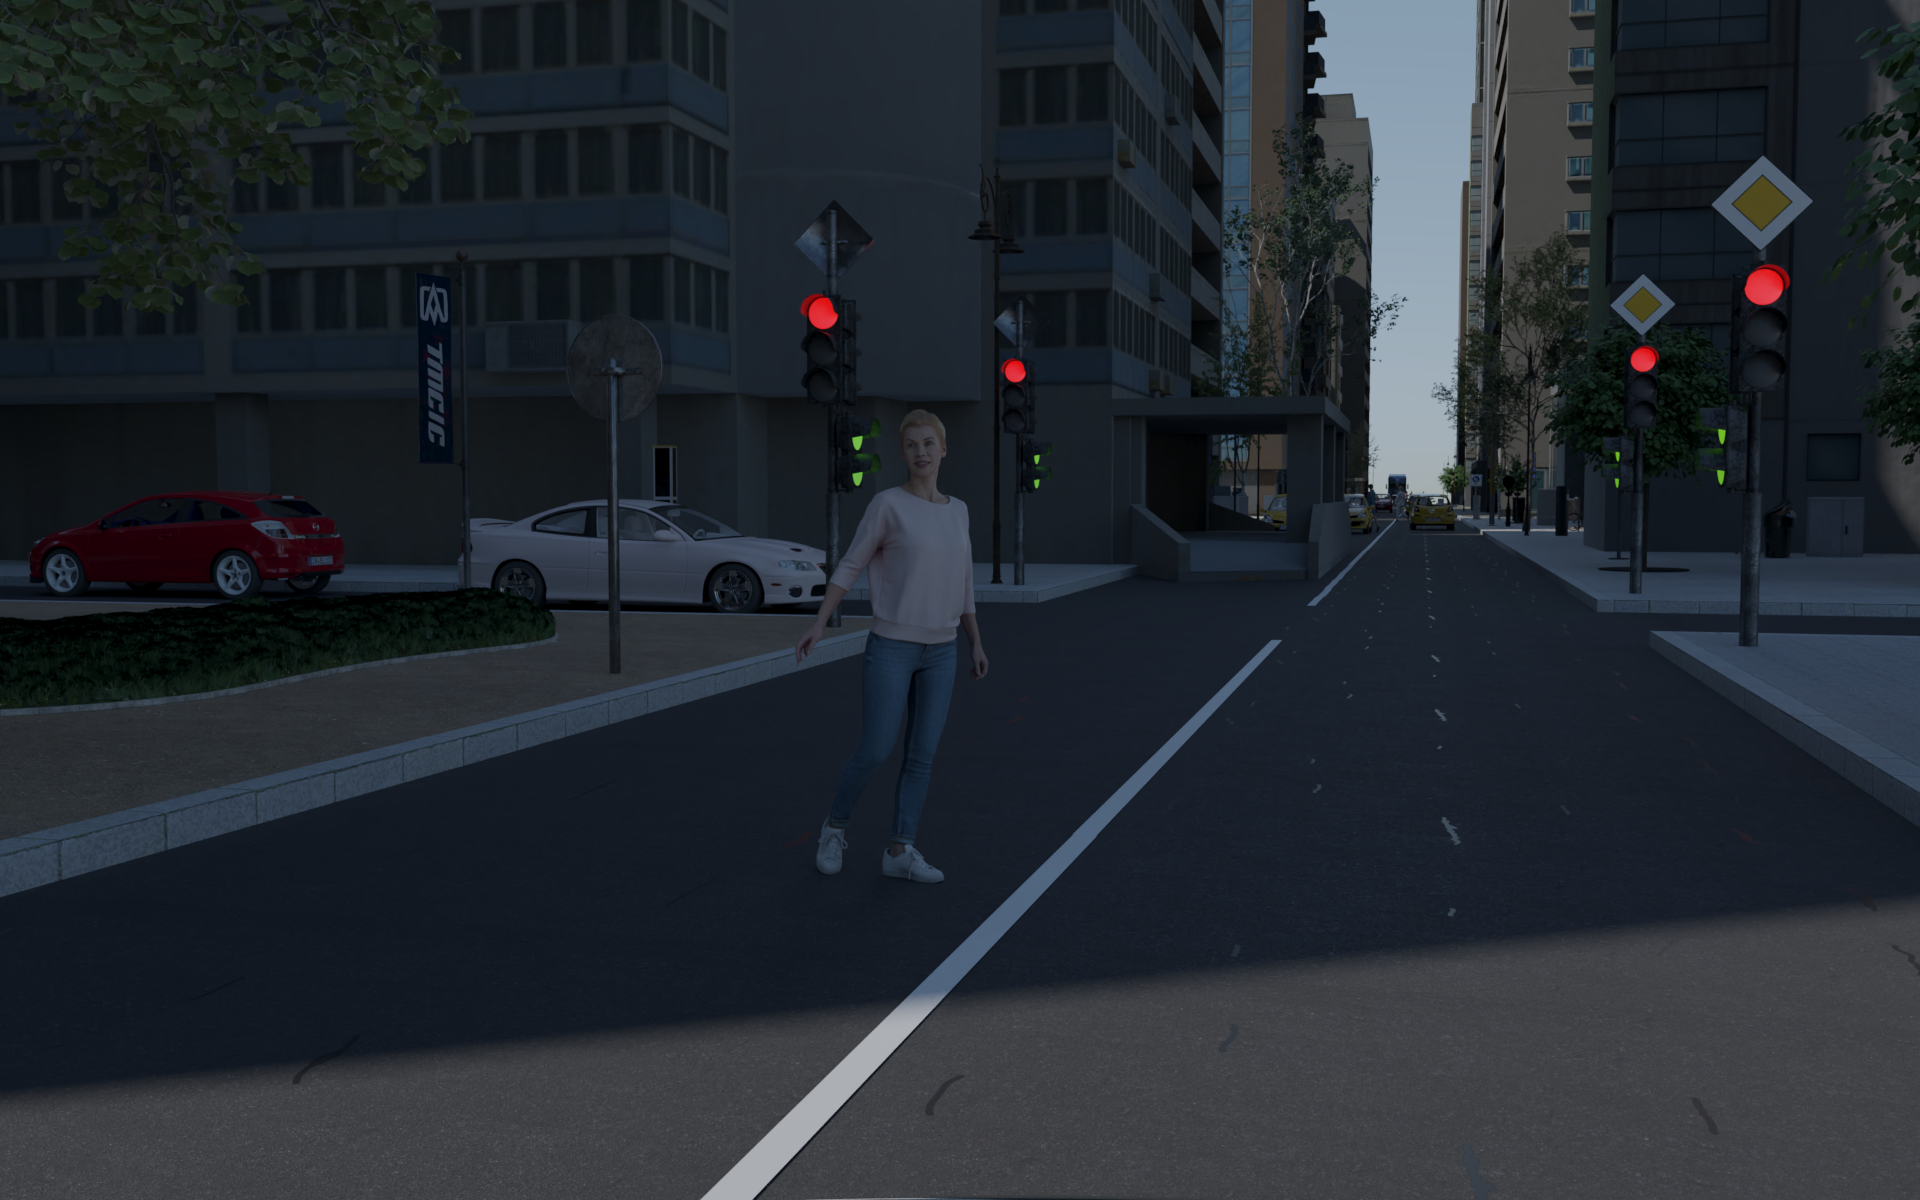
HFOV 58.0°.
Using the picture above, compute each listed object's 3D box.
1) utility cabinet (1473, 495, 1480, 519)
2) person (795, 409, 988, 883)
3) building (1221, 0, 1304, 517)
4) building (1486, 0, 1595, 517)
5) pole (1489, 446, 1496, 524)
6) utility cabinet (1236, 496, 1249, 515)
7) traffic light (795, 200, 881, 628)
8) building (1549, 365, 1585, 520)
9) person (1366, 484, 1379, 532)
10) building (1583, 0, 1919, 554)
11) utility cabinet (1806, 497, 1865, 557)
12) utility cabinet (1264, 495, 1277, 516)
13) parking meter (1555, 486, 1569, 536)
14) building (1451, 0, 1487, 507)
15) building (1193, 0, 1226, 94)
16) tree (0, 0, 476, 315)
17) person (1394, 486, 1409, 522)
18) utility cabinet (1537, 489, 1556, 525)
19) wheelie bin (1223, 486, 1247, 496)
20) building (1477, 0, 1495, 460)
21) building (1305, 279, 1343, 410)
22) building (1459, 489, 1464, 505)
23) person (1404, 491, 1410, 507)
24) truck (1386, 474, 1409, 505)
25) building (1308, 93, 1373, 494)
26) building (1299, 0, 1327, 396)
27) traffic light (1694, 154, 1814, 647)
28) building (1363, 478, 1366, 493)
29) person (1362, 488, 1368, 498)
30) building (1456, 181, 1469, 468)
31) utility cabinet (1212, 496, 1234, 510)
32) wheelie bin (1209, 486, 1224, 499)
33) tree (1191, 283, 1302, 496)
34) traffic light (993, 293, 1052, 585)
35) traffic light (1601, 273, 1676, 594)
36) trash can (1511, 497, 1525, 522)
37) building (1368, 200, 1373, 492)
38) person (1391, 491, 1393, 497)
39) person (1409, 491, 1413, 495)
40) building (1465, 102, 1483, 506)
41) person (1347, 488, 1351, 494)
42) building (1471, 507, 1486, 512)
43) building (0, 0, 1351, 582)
[{"bbox_3d":[26.377,-4.724,88.404,0.306,1.237,1.020,1,4,20],"label":"utility cabinet"},{"bbox_3d":[-0.322,0.167,6.447,0.598,1.740,0.731,3,5,44],"label":"person"},{"bbox_3d":[13.365,-27.857,105.574,14.600,45.320,14.200,1,4,15],"label":"building"},{"bbox_3d":[43.875,-29.445,105.131,21.300,48.544,21.600,1,4,15],"label":"building"},{"bbox_3d":[22.562,-4.865,73.382,0.158,3.312,0.155,0,3,0],"label":"pole"},{"bbox_3d":[8.955,-2.677,54.936,0.306,1.237,1.020,0,4,5],"label":"utility cabinet"},{"bbox_3d":[-1.203,-1.692,16.578,0.839,4.253,0.868,1,4,15],"label":"traffic light"},{"bbox_3d":[38.938,-46.574,74.164,22.319,86.520,31.000,1,4,15],"label":"building"},{"bbox_3d":[15.670,-3.509,65.901,0.581,1.822,0.654,-2,4,-27],"label":"person"},{"bbox_3d":[22.919,-21.934,42.215,14.154,41.232,14.086,1,4,15],"label":"building"},{"bbox_3d":[17.847,-1.478,35.319,1.020,1.237,0.306,1,4,20],"label":"utility cabinet"},{"bbox_3d":[16.063,-4.784,89.377,0.306,1.237,1.020,-2,4,-24],"label":"utility cabinet"},{"bbox_3d":[18.454,-2.732,53.087,0.372,1.533,0.369,0,3,0],"label":"parking meter"},{"bbox_3d":[74.023,-47.875,221.005,20.563,71.187,20.611,1,4,15],"label":"building"},{"bbox_3d":[-1.203,-27.258,69.366,21.300,48.544,21.600,1,4,15],"label":"building"},{"bbox_3d":[-5.097,-5.415,6.662,7.486,12.596,7.792,0,3,0],"label":"tree"},{"bbox_3d":[22.659,-4.922,88.855,0.818,1.842,0.514,3,4,36],"label":"person"},{"bbox_3d":[23.942,-3.748,69.957,1.173,1.500,0.318,2,4,34],"label":"utility cabinet"},{"bbox_3d":[13.567,-4.680,84.418,0.693,1.594,0.980,-3,5,-43],"label":"wheelie bin"},{"bbox_3d":[55.964,-37.145,149.324,21.231,58.520,28.212,1,4,15],"label":"building"},{"bbox_3d":[19.788,-19.066,156.767,27.650,21.520,28.899,1,4,15],"label":"building"},{"bbox_3d":[74.501,-30.986,198.496,32.217,40.220,23.993,1,4,15],"label":"building"},{"bbox_3d":[48.219,-10.902,187.454,1.217,1.736,0.721,-1,4,-9],"label":"person"},{"bbox_3d":[60.305,-15.227,238.725,2.967,4.110,18.799,1,4,14],"label":"truck"},{"bbox_3d":[39.859,-36.189,215.389,21.300,48.544,21.600,1,4,15],"label":"building"},{"bbox_3d":[15.173,-28.919,127.452,22.147,44.769,28.867,1,4,15],"label":"building"},{"bbox_3d":[6.640,-1.565,14.514,0.839,4.253,0.868,1,4,15],"label":"traffic light"},{"bbox_3d":[29.155,-30.756,194.735,32.217,40.220,23.993,1,4,15],"label":"building"},{"bbox_3d":[28.977,-7.037,123.521,1.348,1.831,0.705,-1,4,-17],"label":"person"},{"bbox_3d":[76.109,-36.031,239.217,14.600,45.320,14.200,1,4,15],"label":"building"},{"bbox_3d":[8.995,-2.873,58.135,1.020,1.237,0.306,0,4,1],"label":"utility cabinet"},{"bbox_3d":[14.349,-5.401,96.220,0.980,1.594,0.693,-2,4,-34],"label":"wheelie bin"},{"bbox_3d":[10.051,-6.793,61.427,4.737,8.622,4.395,0,3,0],"label":"tree"},{"bbox_3d":[0.851,-2.164,24.295,0.839,4.253,0.868,1,4,15],"label":"traffic light"},{"bbox_3d":[8.695,-2.037,22.231,0.839,4.253,0.868,1,4,15],"label":"traffic light"},{"bbox_3d":[25.414,-4.100,78.687,0.748,1.137,0.748,0,3,0],"label":"trash can"},{"bbox_3d":[47.614,-33.541,231.983,14.154,41.232,14.086,1,4,15],"label":"building"},{"bbox_3d":[50.335,-11.796,202.072,0.721,1.735,1.217,0,4,-3],"label":"person"},{"bbox_3d":[58.312,-13.165,223.765,1.348,1.821,0.705,2,4,27],"label":"person"},{"bbox_3d":[60.686,-30.512,182.466,14.154,41.232,14.086,1,4,15],"label":"building"},{"bbox_3d":[19.736,-4.814,87.886,0.598,1.740,0.731,-3,5,-41],"label":"person"},{"bbox_3d":[48.496,-42.022,125.319,20.563,71.187,20.611,1,4,15],"label":"building"},{"bbox_3d":[-7.758,-21.212,38.704,32.217,40.220,23.993,1,4,15],"label":"building"}]
